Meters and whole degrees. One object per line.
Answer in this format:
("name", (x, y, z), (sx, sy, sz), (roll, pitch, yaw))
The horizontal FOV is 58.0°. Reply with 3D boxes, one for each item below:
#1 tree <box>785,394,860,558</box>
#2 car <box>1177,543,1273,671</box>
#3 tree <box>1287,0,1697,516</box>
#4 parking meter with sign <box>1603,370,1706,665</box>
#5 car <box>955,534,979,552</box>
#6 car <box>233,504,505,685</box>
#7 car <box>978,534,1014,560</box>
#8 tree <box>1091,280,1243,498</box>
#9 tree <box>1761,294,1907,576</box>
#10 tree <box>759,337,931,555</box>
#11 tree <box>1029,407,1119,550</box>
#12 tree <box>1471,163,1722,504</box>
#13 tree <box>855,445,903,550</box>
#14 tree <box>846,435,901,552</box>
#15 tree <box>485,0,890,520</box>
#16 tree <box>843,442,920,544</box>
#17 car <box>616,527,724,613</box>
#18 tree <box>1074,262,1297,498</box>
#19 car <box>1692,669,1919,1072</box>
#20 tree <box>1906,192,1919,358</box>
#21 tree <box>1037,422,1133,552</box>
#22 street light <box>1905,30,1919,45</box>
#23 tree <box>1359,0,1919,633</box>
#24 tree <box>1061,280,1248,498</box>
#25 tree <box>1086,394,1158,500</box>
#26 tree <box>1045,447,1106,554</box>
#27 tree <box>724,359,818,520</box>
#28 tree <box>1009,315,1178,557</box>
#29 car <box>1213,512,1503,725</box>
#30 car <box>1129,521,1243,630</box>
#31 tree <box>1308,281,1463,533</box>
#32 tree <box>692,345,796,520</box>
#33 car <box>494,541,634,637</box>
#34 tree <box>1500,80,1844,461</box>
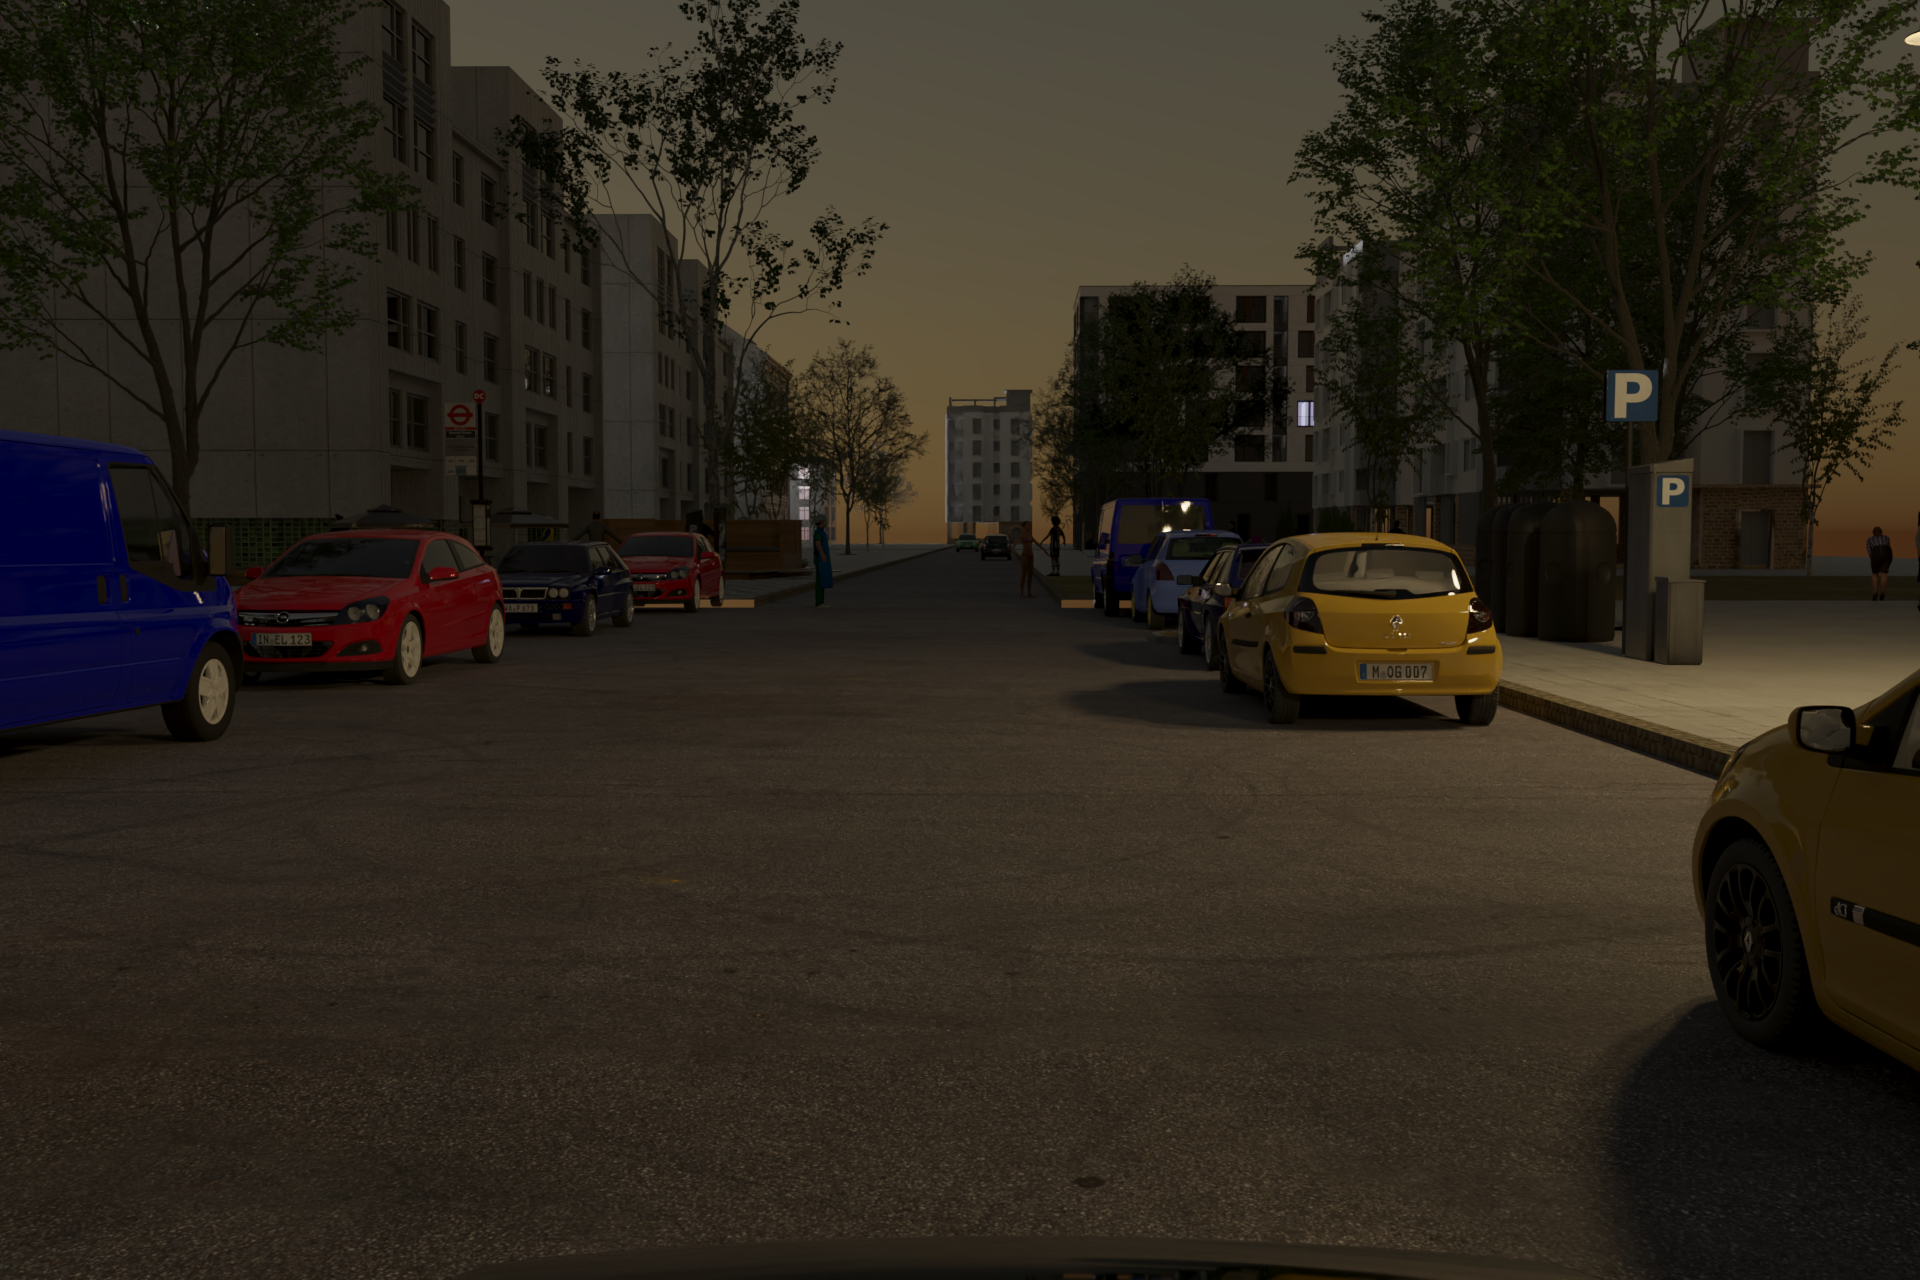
("tree", (-7.964, -8.640, 91.634), (4.360, 8.622, 3.978), (0, 3, 0))
("car", (3.471, -0.424, 19.521), (1.945, 1.354, 3.894), (0, 4, 1))
("tree", (9.730, -6.498, 32.002), (9.928, 11.665, 9.643), (0, 3, 0))
("parking meter with sign", (7.116, -1.309, 17.667), (0.543, 3.016, 1.738), (0, 4, 1))
("car", (0.604, -7.969, 139.082), (1.959, 1.807, 4.718), (0, 4, 2))
("car", (-6.061, -0.535, 17.789), (2.155, 1.783, 4.494), (0, 4, 2))
("car", (2.003, -5.247, 95.571), (2.009, 1.686, 4.222), (0, 4, 1))
("tree", (6.082, -6.161, 51.090), (4.737, 8.622, 4.395), (0, 3, 0))
("tree", (26.184, -6.256, 52.646), (4.737, 8.622, 4.395), (0, 3, 0))
("tree", (-6.890, -12.010, 106.727), (12.009, 13.543, 11.850), (0, 3, 0))
("tree", (9.374, -13.006, 138.404), (9.928, 11.665, 9.643), (0, 3, 0))
("tree", (18.990, -8.188, 52.005), (7.486, 12.596, 7.792), (0, 3, 0))
("tree", (-6.044, -11.625, 140.429), (4.360, 8.622, 3.978), (0, 3, 0))
("tree", (-6.614, -10.724, 125.701), (4.737, 8.622, 4.395), (0, 3, 0))
("tree", (-8.687, -12.193, 55.240), (12.611, 20.169, 13.585), (0, 3, 0))
("tree", (-10.542, -19.339, 226.565), (12.009, 13.543, 11.850), (0, 3, 0))
("car", (-5.636, -1.459, 32.896), (2.155, 1.783, 4.494), (0, 4, 1))
("tree", (7.692, -7.599, 58.654), (8.767, 10.594, 7.601), (2, 4, 35))
("car", (3.035, 0.401, 3.676), (2.015, 1.641, 3.980), (0, 4, 0))
("tree", (29.138, -8.393, 43.882), (9.857, 13.997, 8.962), (0, 3, 0))
("tree", (9.267, -11.774, 126.922), (7.601, 10.594, 8.767), (-1, 4, -12))
("street light", (6.955, -2.379, 11.682), (0.468, 5.910, 1.993), (0, 4, 1))
("tree", (9.167, -5.928, 22.681), (9.928, 11.665, 9.643), (0, 3, 0))
("tree", (7.931, -8.822, 69.997), (9.928, 11.665, 9.643), (0, 3, 0))
("tree", (7.622, -7.948, 80.314), (4.360, 8.622, 3.978), (0, 3, 0))
("tree", (8.020, -9.846, 111.338), (4.360, 8.622, 3.978), (0, 3, 0))
("tree", (-7.857, -7.504, 73.060), (4.737, 8.622, 4.395), (0, 3, 0))
("tree", (7.776, -11.319, 95.438), (12.009, 13.543, 11.850), (0, 3, 0))
("car", (3.190, -0.259, 14.451), (2.015, 1.641, 3.980), (0, 4, 1))
("car", (3.645, -1.071, 27.102), (1.945, 1.707, 3.694), (0, 4, 0))
("tree", (12.265, -6.107, 50.211), (4.737, 8.622, 4.395), (0, 3, 0))
("tree", (-8.250, -7.159, 67.410), (4.737, 8.622, 4.395), (0, 3, 0))
("car", (-5.968, -0.787, 25.450), (1.945, 1.354, 3.894), (0, 4, 1))
("tree", (16.673, -7.061, 41.200), (9.928, 11.665, 9.643), (0, 3, 0))
